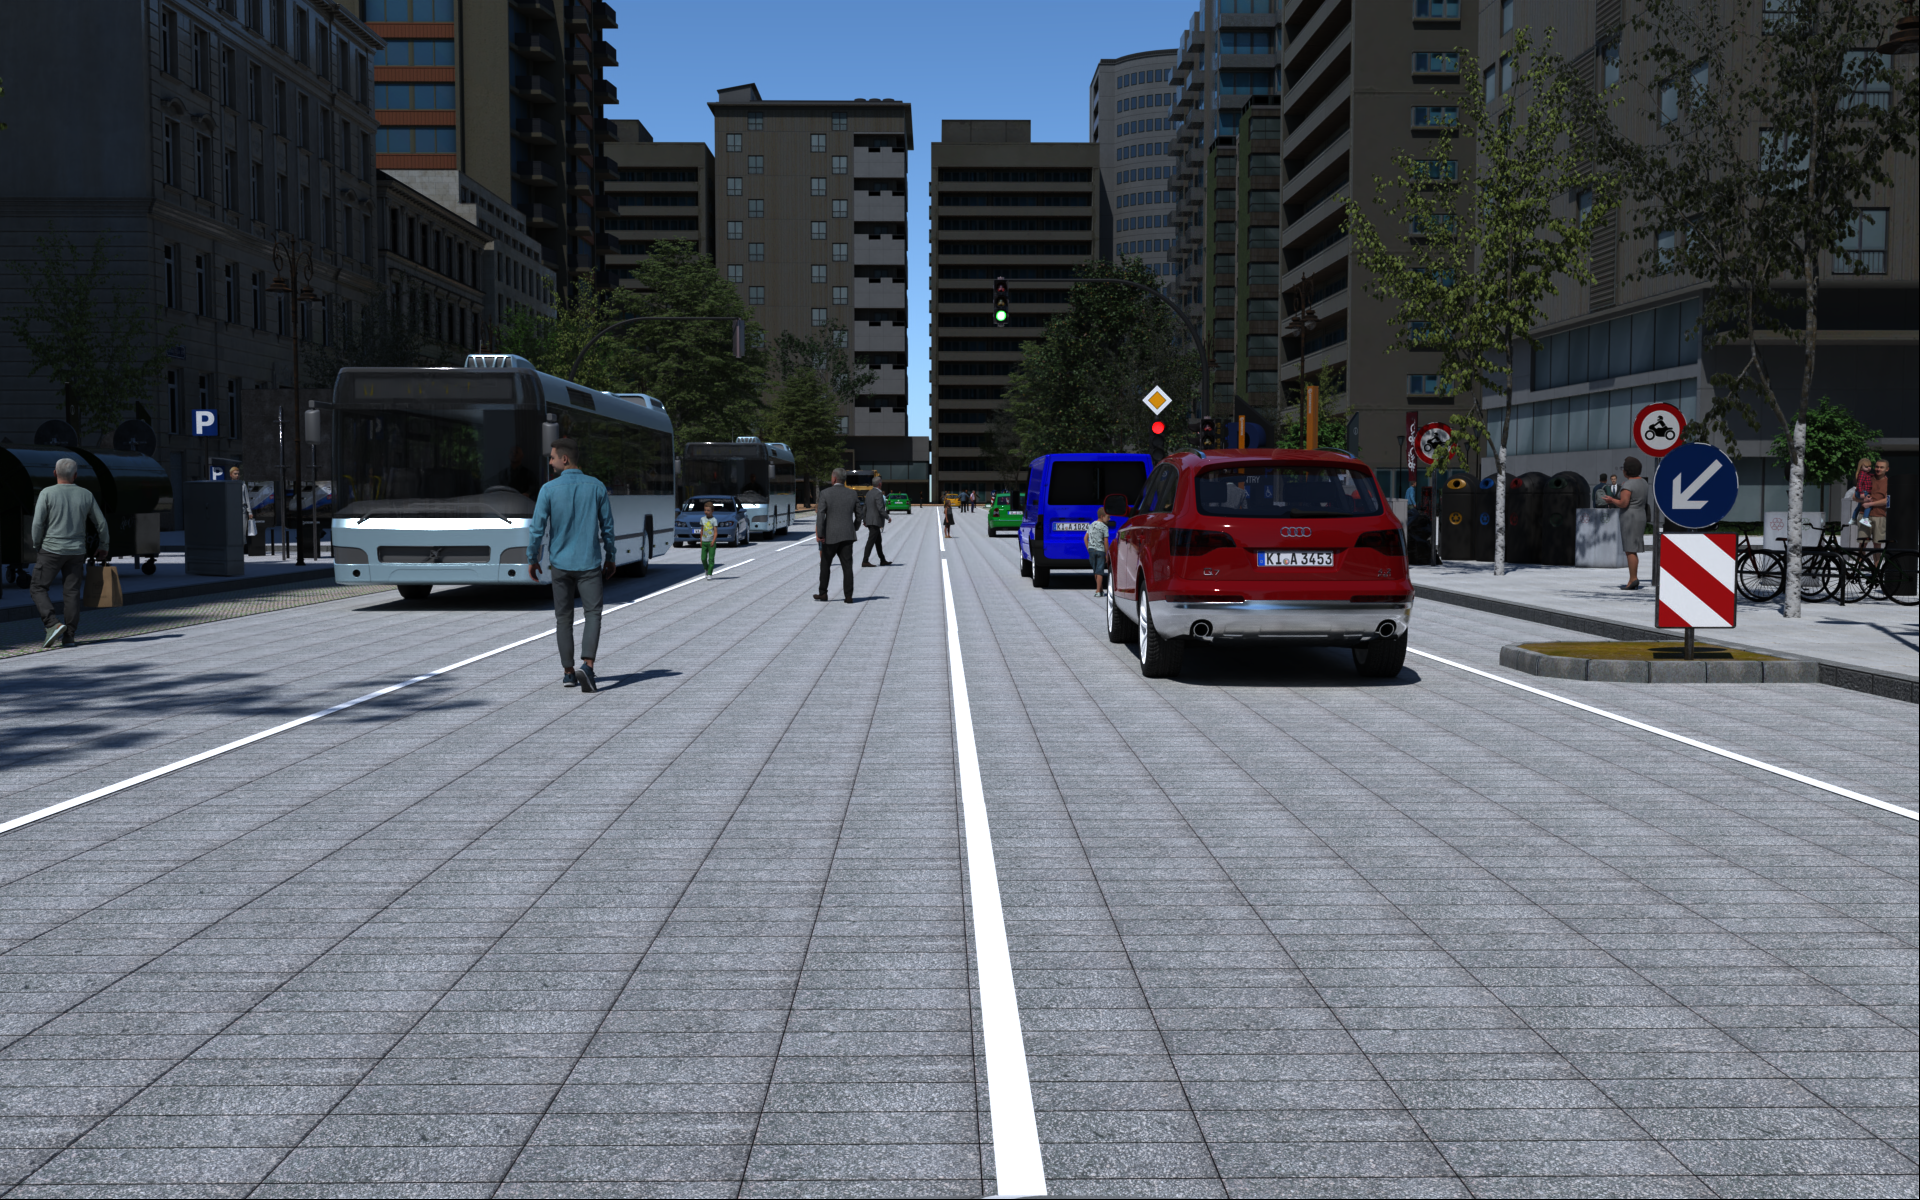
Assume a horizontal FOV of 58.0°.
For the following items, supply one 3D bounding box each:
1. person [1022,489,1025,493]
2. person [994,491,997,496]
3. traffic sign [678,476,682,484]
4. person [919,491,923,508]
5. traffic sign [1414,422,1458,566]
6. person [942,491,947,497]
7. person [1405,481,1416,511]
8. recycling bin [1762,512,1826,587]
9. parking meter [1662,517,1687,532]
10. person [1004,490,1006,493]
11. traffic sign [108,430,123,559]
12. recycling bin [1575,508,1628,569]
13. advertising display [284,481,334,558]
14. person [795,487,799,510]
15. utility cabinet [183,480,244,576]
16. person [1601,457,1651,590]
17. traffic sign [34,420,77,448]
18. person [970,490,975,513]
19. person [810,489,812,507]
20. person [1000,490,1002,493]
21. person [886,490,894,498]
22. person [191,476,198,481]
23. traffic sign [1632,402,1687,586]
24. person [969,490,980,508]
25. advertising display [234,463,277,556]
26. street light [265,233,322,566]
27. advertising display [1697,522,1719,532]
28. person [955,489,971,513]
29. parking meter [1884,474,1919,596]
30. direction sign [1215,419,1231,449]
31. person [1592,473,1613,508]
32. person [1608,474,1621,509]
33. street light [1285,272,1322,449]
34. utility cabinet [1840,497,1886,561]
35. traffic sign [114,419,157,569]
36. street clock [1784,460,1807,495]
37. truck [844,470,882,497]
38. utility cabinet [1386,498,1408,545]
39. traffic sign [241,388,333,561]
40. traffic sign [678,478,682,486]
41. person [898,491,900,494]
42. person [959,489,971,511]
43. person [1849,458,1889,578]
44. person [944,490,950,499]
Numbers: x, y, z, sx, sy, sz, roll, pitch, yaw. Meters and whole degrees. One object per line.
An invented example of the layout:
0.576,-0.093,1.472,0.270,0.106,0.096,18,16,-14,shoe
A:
5.829,-9.197,157.137,1.217,1.735,0.721,1,4,18,person
3.614,-9.804,169.477,0.721,1.739,1.217,1,4,11,person
-15.249,-5.847,95.602,0.884,2.594,0.081,0,4,1,traffic sign
-3.948,-10.424,179.763,0.721,1.723,1.217,0,4,5,person
8.415,-1.872,30.721,0.768,2.556,0.104,0,4,2,traffic sign
-1.579,-11.481,196.223,1.348,1.822,0.705,1,4,11,person
15.819,-3.334,60.891,0.444,1.785,0.601,0,4,6,person
11.721,-0.721,24.344,0.722,1.027,0.722,2,4,31,recycling bin
11.023,-1.116,26.660,0.372,1.533,0.369,0,3,0,parking meter
3.406,-7.666,134.516,0.721,1.739,1.217,-2,4,-31,person
-16.603,-2.084,34.182,0.768,2.556,0.104,0,4,5,traffic sign
11.223,-1.082,30.248,0.722,1.027,0.722,3,5,39,recycling bin
-13.043,-1.805,34.729,0.974,1.923,0.123,-2,4,-30,advertising display
-13.181,-8.173,139.301,0.705,1.869,1.348,0,4,7,person
-11.746,-1.134,27.223,1.173,1.500,0.318,2,4,35,utility cabinet
8.978,-1.030,23.243,0.716,1.782,0.532,-3,5,-39,person
-15.456,-1.805,29.623,0.768,2.556,0.104,0,4,3,traffic sign
1.026,-7.567,133.153,0.436,1.711,0.756,1,4,21,person
-15.298,-10.434,176.643,0.705,1.823,1.348,-1,4,-15,person
3.808,-8.970,155.166,0.705,1.822,1.348,-2,4,-29,person
-6.244,-9.170,158.407,1.348,1.826,0.705,0,4,-1,person
-23.242,-2.855,52.579,0.638,1.841,0.748,1,4,12,person
9.715,-1.470,24.136,0.768,2.556,0.104,0,4,0,traffic sign
1.473,-10.306,177.095,1.348,1.812,0.705,-2,4,-29,person
-14.561,-1.872,35.817,0.123,1.923,0.974,2,4,25,advertising display
-11.842,-3.556,30.921,0.468,5.910,1.993,0,4,-1,street light
14.025,-1.693,32.896,0.974,1.923,0.123,-2,4,-24,advertising display
0.259,-7.691,134.238,1.348,1.826,0.705,-1,4,-10,person
11.936,-0.827,21.939,0.372,1.533,0.369,0,3,0,parking meter
7.918,-3.690,52.328,0.379,3.537,0.876,3,5,43,direction sign
16.874,-2.420,45.601,0.713,1.824,0.794,-1,4,-14,person
19.076,-2.728,50.419,0.659,1.850,0.755,2,4,26,person
7.150,-3.879,36.211,0.468,5.910,1.993,0,4,-1,street light
17.576,-1.367,33.506,1.020,1.237,0.306,-1,4,-10,utility cabinet
-14.082,-1.802,29.565,0.768,2.556,0.104,0,4,4,traffic sign
17.784,-1.977,36.896,0.471,2.002,0.358,-2,4,-32,street clock
-7.964,-8.909,141.593,3.469,3.379,9.791,0,3,0,truck
7.375,-1.137,29.751,0.306,1.237,1.020,0,4,-6,utility cabinet
-12.743,-2.413,33.332,2.265,3.308,0.079,0,4,7,traffic sign
-17.243,-6.332,105.661,0.606,2.300,0.079,0,4,5,traffic sign
-6.200,-10.420,179.659,0.721,1.735,1.217,3,4,38,person
0.541,-8.357,145.157,1.348,1.821,0.705,0,4,1,person
13.938,-1.255,26.537,0.580,1.828,0.573,-1,4,-19,person
-1.170,-10.441,179.220,1.348,1.824,0.705,-3,5,-40,person
